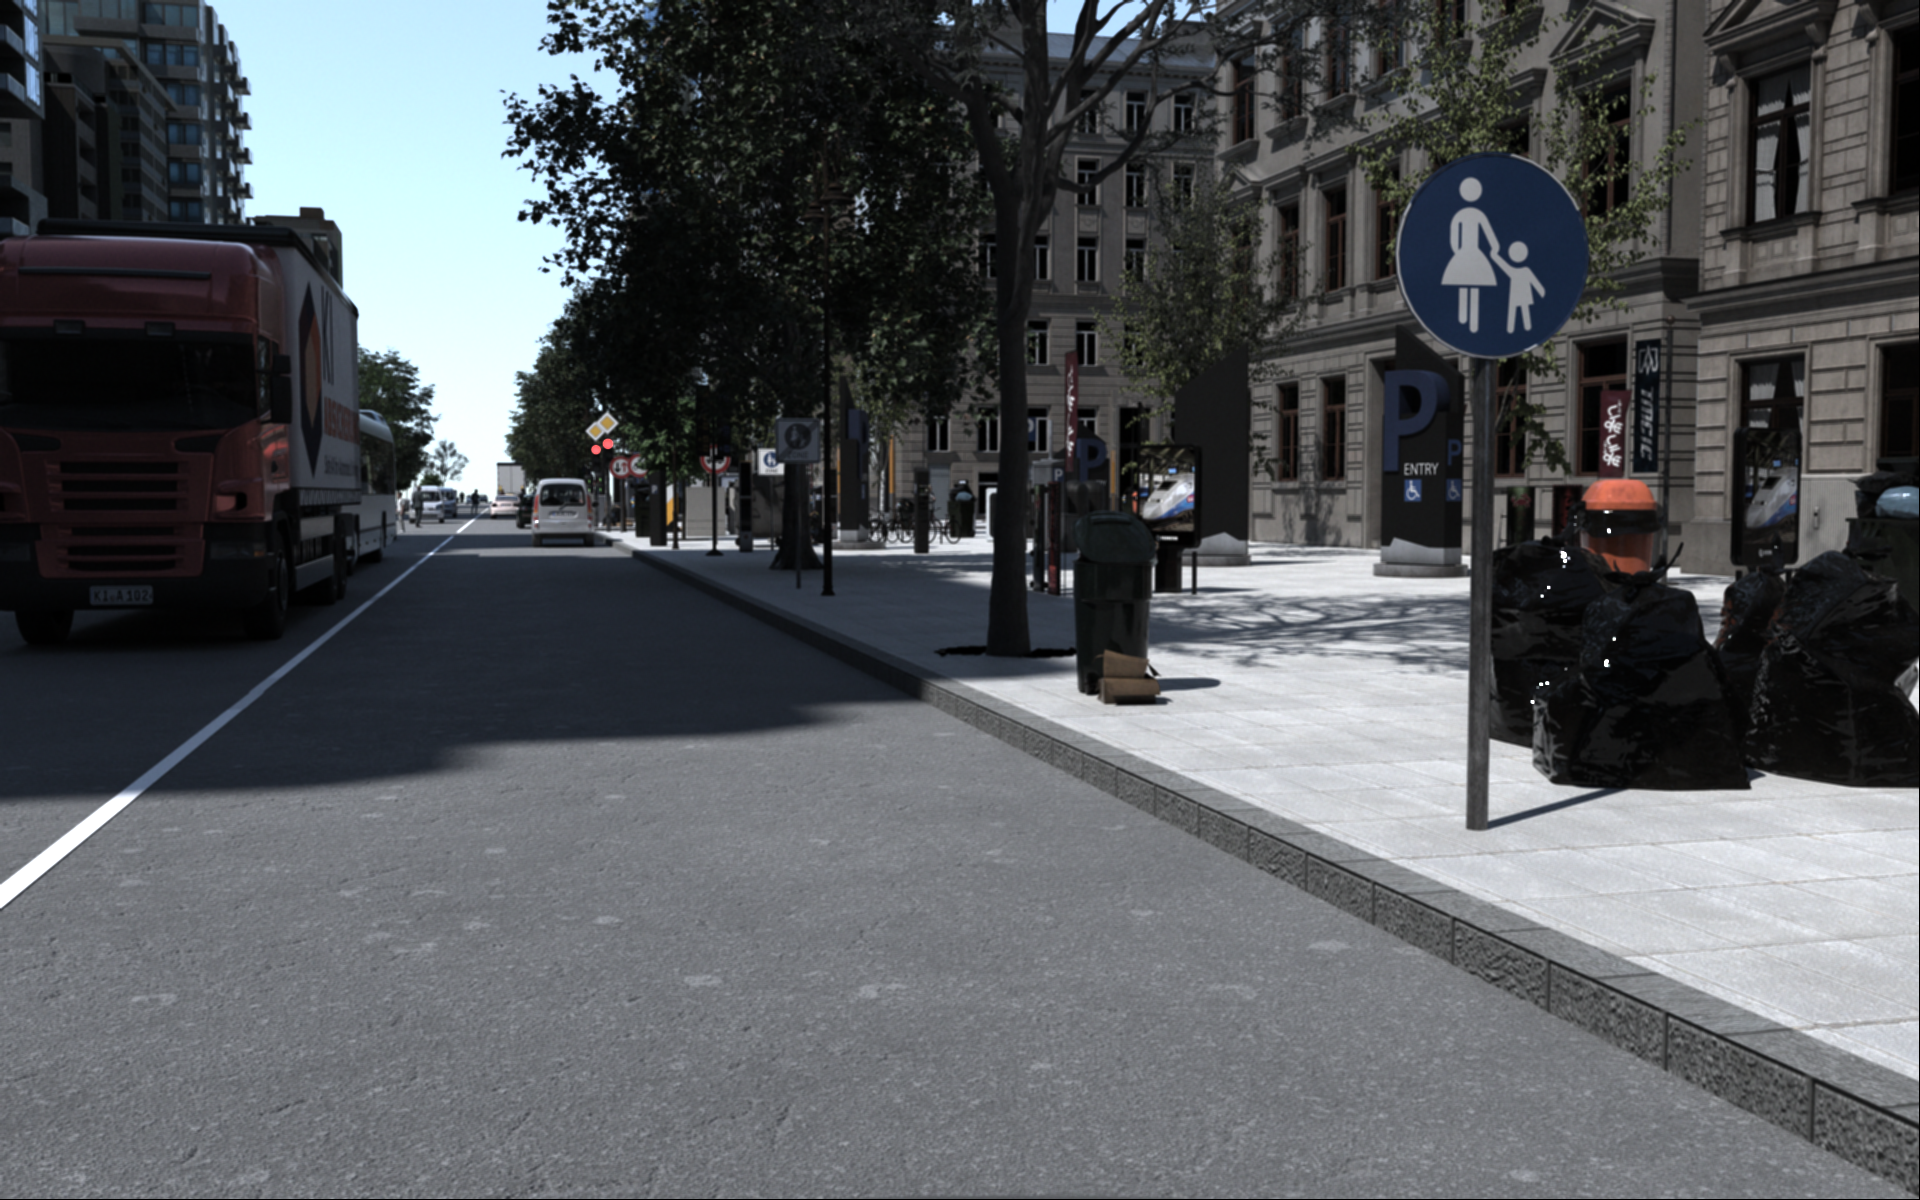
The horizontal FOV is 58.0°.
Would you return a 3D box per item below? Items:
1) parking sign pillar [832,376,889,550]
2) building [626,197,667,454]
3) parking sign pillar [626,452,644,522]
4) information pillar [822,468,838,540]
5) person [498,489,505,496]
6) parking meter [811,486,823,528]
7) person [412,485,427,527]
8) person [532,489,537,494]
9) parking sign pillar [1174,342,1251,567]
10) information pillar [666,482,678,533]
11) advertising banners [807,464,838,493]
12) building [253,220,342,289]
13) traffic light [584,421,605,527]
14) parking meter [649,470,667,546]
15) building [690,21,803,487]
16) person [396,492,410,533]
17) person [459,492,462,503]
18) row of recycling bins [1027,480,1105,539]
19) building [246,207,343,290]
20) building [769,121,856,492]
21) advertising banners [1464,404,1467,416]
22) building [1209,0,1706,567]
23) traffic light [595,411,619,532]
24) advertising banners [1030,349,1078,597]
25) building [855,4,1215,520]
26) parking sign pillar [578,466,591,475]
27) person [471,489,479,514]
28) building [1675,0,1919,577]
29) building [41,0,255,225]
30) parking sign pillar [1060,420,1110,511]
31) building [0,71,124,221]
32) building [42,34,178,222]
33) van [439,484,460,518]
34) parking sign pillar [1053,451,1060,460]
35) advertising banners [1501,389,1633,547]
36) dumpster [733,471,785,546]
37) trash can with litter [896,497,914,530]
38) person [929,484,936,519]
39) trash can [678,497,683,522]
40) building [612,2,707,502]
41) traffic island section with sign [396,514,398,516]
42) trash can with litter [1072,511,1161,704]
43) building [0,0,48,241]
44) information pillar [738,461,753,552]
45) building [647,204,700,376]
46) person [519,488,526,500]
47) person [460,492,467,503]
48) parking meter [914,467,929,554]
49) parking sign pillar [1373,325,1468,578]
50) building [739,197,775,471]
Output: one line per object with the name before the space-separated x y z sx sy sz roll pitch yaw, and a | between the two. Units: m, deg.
parking sign pillar | -2.443 -3.162 40.168 1.447 3.967 1.447 1 4 9
building | -42.724 -37.367 261.057 14.600 45.320 14.200 -1 4 -15
parking sign pillar | -14.682 -5.555 79.302 1.447 3.967 1.447 -1 4 -12
information pillar | -3.658 -2.711 48.811 0.304 2.012 0.304 3 5 42
person | -38.631 -8.434 146.362 0.705 1.831 1.348 3 5 43
parking meter | -4.195 -2.600 50.920 0.372 1.533 0.369 0 3 0
person | -23.285 -4.038 74.694 0.661 1.801 0.590 2 4 30
person | -27.604 -6.341 112.448 0.793 1.790 0.793 2 4 31
parking sign pillar | 4.513 -2.605 31.066 1.447 3.967 1.447 1 4 16
information pillar | -9.592 -4.045 57.486 0.504 3.616 0.183 2 4 25
advertising banners | -7.171 -5.761 90.382 2.074 3.025 0.090 -1 4 -18
building | -100.315 -35.206 259.213 14.154 41.232 14.086 -1 4 -15
traffic light | -14.015 -4.751 66.604 0.839 4.253 0.868 -1 4 -15
parking meter | -7.450 -2.264 42.719 0.399 1.863 0.255 2 4 35
building | -14.990 -44.410 164.363 20.563 71.187 20.611 -1 4 -15
person | -20.738 -3.255 64.322 0.503 1.515 0.523 1 4 20
person | -83.283 -17.170 289.219 1.348 1.826 0.705 3 4 37
row of recycling bins | 3.020 -2.678 50.894 1.069 1.692 3.534 3 5 44
building | -104.739 -38.068 272.524 14.600 45.320 14.200 -1 4 -15
building | -4.319 -19.951 112.105 13.634 28.700 20.117 -1 4 -15
advertising banners | 8.950 -2.265 33.216 2.074 3.025 0.090 -2 4 -29
building | 14.475 -12.478 40.168 11.583 22.565 21.152 -1 4 -15
traffic light | -11.990 -4.279 58.879 0.839 4.253 0.868 -1 4 -15
advertising banners | 1.194 -1.581 22.030 0.090 3.025 2.074 -1 4 -12
building | 7.415 -18.037 92.173 25.104 27.353 12.463 -1 4 -15
parking sign pillar | -27.205 -8.386 125.579 1.447 3.967 1.447 1 4 14
person | -34.633 -7.026 123.726 0.623 1.781 0.721 0 4 -2
building | 18.484 -9.492 19.820 10.561 19.102 19.286 -1 4 -15
building | -80.883 -33.476 166.935 23.786 49.044 30.456 -1 4 -15
parking sign pillar | 4.594 -4.423 60.796 1.447 3.967 1.447 -2 4 -27
building | -65.719 -21.168 117.792 14.160 30.474 14.107 -1 4 -15
building | -78.195 -27.397 139.818 32.217 40.220 23.993 -1 4 -15
van | -31.812 -6.086 106.524 2.013 2.044 4.112 -1 4 -16
parking sign pillar | 4.986 -5.646 80.783 1.447 3.967 1.447 0 4 -3
advertising banners | 10.198 -2.016 29.143 2.074 3.025 0.090 1 4 9
dumpster | -4.799 -2.229 42.206 1.264 1.857 1.865 -1 4 -15
trash can with litter | -1.717 -3.072 61.609 1.055 1.170 0.624 -2 4 -34
person | -1.078 -3.428 64.732 0.526 1.800 0.537 3 5 40
trash can | -12.994 -4.213 80.531 0.748 1.137 0.748 0 3 0
building | -45.083 -59.373 283.418 22.319 86.520 31.000 -1 4 -15
traffic island section with sign | -37.365 -6.333 112.165 1.989 1.847 2.006 -1 4 -15
trash can with litter | 1.065 0.025 10.973 0.624 1.170 1.055 0 4 -8
building | -57.714 -47.102 82.788 22.319 86.520 31.000 -1 4 -15
information pillar | -4.742 -2.072 38.363 0.304 2.012 0.304 0 4 -6
building | -39.405 -34.487 247.457 14.154 41.232 14.086 -1 4 -15
person | -27.669 -6.139 109.145 0.573 1.790 0.520 1 4 17
person | -81.181 -16.784 282.933 1.348 1.822 0.705 -3 5 -43
parking meter | -0.830 -1.934 37.331 0.255 1.863 0.399 -1 4 -14
parking sign pillar | 7.218 -2.359 27.042 1.447 3.967 1.447 -2 4 -33
building | -9.002 -21.164 133.416 14.401 28.519 23.554 -1 4 -15
